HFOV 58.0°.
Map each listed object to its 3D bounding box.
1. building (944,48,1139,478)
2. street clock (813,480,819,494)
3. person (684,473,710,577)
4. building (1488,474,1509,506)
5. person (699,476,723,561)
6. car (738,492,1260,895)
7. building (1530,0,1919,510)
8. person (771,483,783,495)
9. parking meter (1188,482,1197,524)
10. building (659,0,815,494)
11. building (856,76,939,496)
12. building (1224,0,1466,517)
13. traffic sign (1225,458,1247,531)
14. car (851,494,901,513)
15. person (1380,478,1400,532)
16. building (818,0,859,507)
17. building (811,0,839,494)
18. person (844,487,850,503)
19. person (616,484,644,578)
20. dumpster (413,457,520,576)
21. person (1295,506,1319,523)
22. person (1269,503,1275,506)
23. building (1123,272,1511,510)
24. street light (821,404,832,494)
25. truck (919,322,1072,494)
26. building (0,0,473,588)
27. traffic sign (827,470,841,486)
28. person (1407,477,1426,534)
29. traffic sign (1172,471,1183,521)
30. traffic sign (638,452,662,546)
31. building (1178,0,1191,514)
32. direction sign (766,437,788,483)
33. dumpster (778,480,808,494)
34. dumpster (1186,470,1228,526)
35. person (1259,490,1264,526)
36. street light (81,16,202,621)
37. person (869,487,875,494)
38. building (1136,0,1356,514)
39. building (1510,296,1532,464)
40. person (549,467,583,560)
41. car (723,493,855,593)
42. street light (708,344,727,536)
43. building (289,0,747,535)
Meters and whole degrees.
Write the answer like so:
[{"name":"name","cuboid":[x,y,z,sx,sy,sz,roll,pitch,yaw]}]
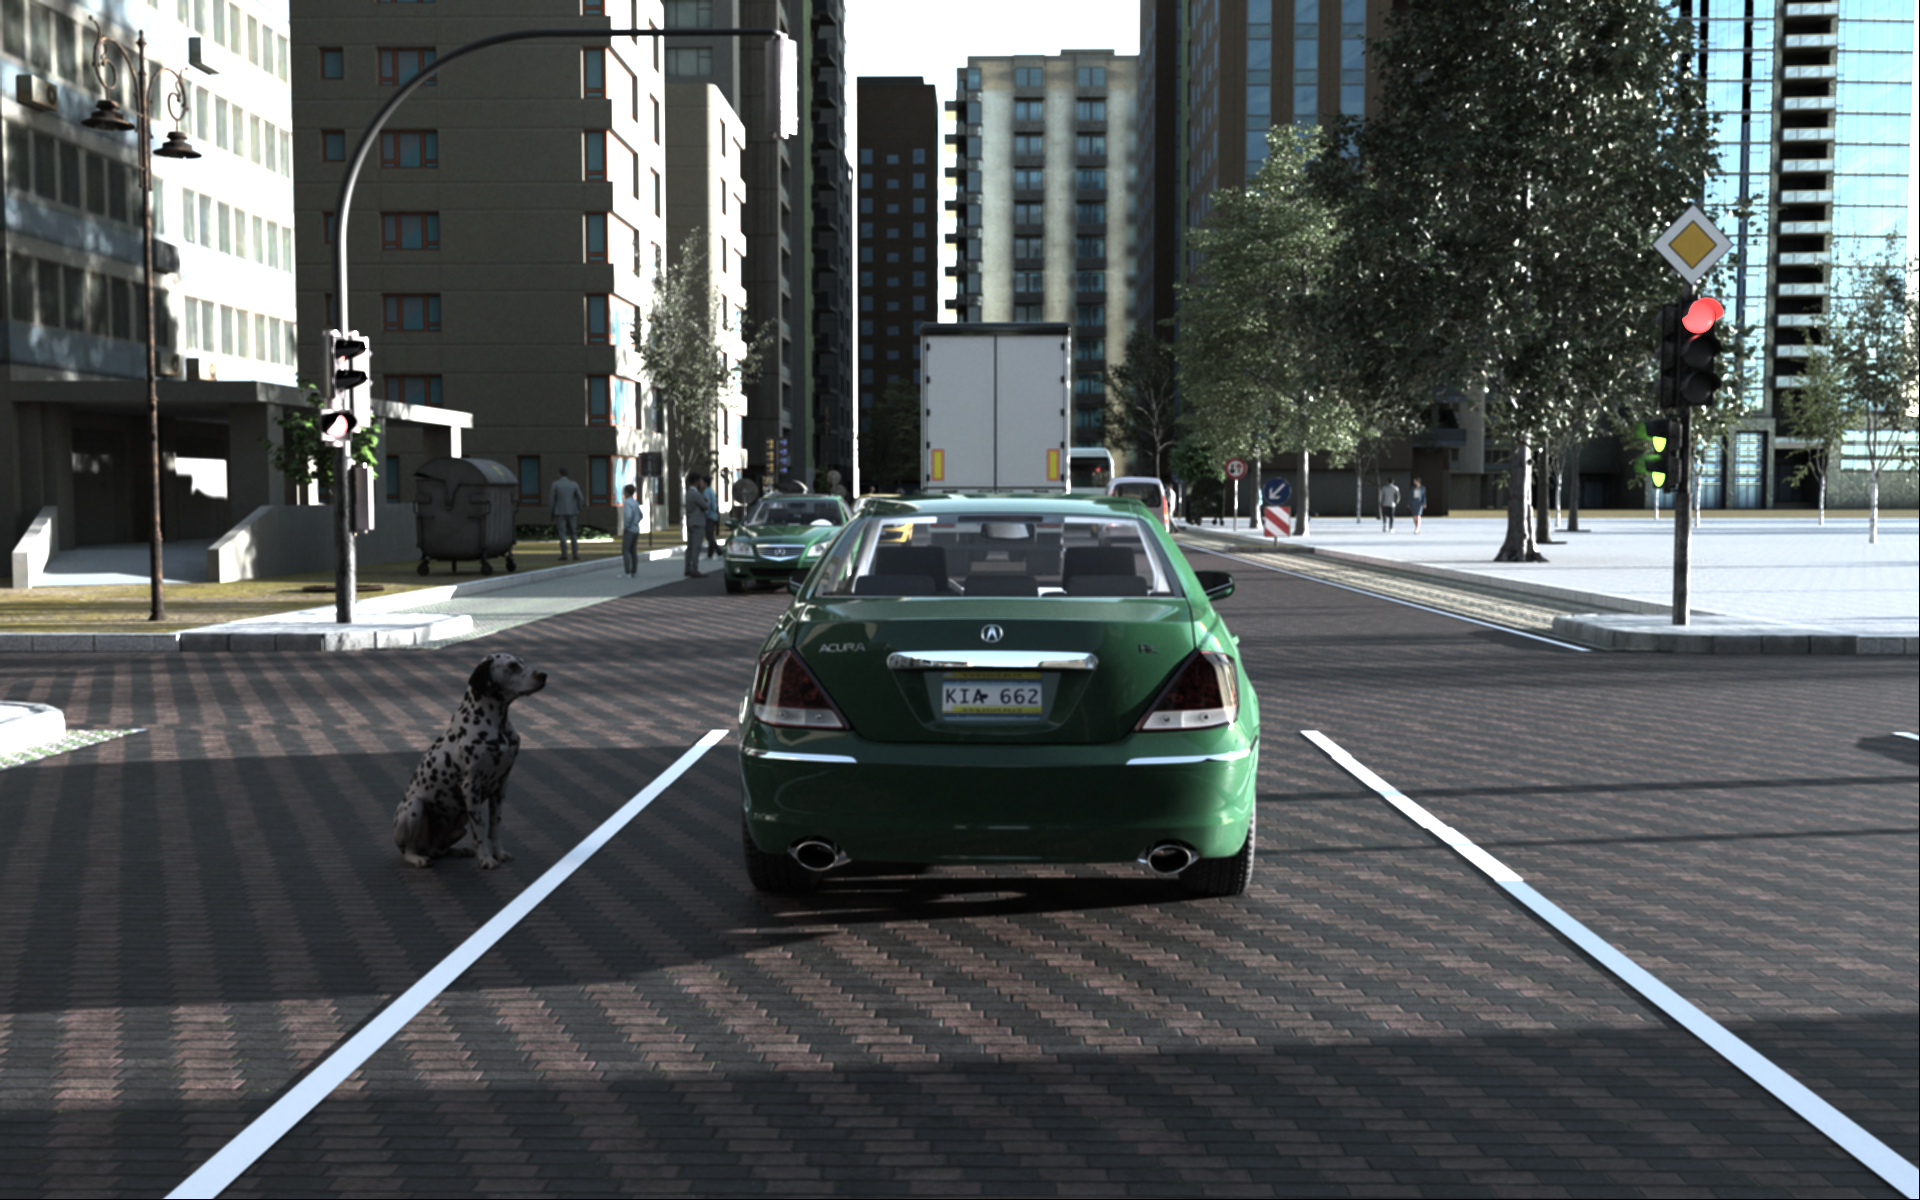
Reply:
[{"name":"building","cuboid":[13.608,-34.836,189.177,30.456,49.044,23.786,0,4,1]},{"name":"street clock","cuboid":[-7.451,-5.213,89.795,0.358,2.002,0.471,1,4,8]},{"name":"person","cuboid":[-4.521,-1.302,29.967,0.466,1.800,0.511,-3,5,-44]},{"name":"building","cuboid":[42.934,-39.520,188.151,28.212,58.520,21.231,0,4,1]},{"name":"person","cuboid":[-5.330,-1.755,37.212,0.620,1.820,0.660,0,4,2]},{"name":"car","cuboid":[0.207,0.253,7.658,2.131,1.459,4.920,0,4,3]},{"name":"building","cuboid":[67.323,-51.265,150.853,31.000,86.520,22.319,0,4,1]},{"name":"person","cuboid":[-5.776,-2.803,54.595,0.850,1.792,0.678,3,4,38]},{"name":"parking meter","cuboid":[9.980,-4.201,74.401,0.399,1.863,0.255,1,4,13]},{"name":"building","cuboid":[-16.150,-25.443,99.582,14.154,41.232,14.086,0,4,1]},{"name":"building","cuboid":[-9.503,-32.777,186.011,14.200,45.320,14.600,0,4,1]},{"name":"building","cuboid":[21.420,-27.709,103.148,14.600,45.320,14.200,0,4,1]},{"name":"traffic sign","cuboid":[9.611,-3.690,60.434,0.768,2.556,0.104,1,4,10]},{"name":"car","cuboid":[-2.140,-2.183,45.917,2.015,1.641,3.980,0,4,0]},{"name":"person","cuboid":[14.578,-3.235,58.780,0.661,1.843,0.795,1,4,16]},{"name":"building","cuboid":[-20.123,-43.765,153.807,20.611,71.187,20.563,0,4,1]},{"name":"building","cuboid":[-20.273,-28.540,121.247,22.147,44.769,28.867,0,4,1]},{"name":"person","cuboid":[-7.439,-6.347,110.348,0.750,1.759,0.617,-2,4,-29]},{"name":"person","cuboid":[-5.631,-1.179,29.587,0.330,1.601,0.589,2,4,24]},{"name":"dumpster","cuboid":[-7.927,-1.350,27.824,1.264,1.857,1.865,0,4,1]},{"name":"person","cuboid":[13.083,-3.306,65.602,1.012,1.151,0.738,0,4,-8]},{"name":"person","cuboid":[14.969,-4.704,82.812,0.638,1.841,0.748,-1,4,-17]},{"name":"building","cuboid":[31.001,-28.152,152.165,32.217,40.220,23.993,0,4,1]},{"name":"street light","cuboid":[-6.866,-7.112,89.067,0.468,5.910,1.993,0,4,1]},{"name":"truck","cuboid":[0.794,-2.751,33.899,2.839,4.237,11.283,0,4,2]},{"name":"building","cuboid":[-26.702,-20.744,31.052,32.217,40.220,23.993,0,4,1]},{"name":"traffic sign","cuboid":[-6.731,-5.635,92.234,0.768,2.556,0.104,0,4,6]},{"name":"person","cuboid":[14.747,-3.040,55.774,0.581,1.822,0.654,3,5,42]},{"name":"traffic sign","cuboid":[10.625,-5.116,83.749,0.768,2.556,0.104,0,4,2]},{"name":"traffic sign","cuboid":[-7.577,-2.461,42.375,0.606,2.300,0.079,0,4,3]},{"name":"building","cuboid":[21.772,-26.539,117.513,14.154,41.232,14.086,0,4,1]},{"name":"direction sign","cuboid":[-7.276,-4.695,68.759,0.876,3.537,0.379,-1,4,-19]},{"name":"dumpster","cuboid":[-7.136,-4.126,73.221,1.264,1.857,1.865,0,4,1]},{"name":"dumpster","cuboid":[10.104,-4.184,70.905,1.502,2.255,1.985,0,4,1]},{"name":"person","cuboid":[11.854,-3.830,68.681,0.620,1.820,0.660,1,4,12]},{"name":"street light","cuboid":[-8.144,-2.729,17.408,0.468,5.910,1.993,0,4,1]},{"name":"person","cuboid":[-3.779,-4.042,75.143,0.362,1.759,0.519,-1,4,-12]},{"name":"building","cuboid":[21.198,-29.541,133.113,14.600,45.320,14.200,0,4,1]},{"name":"building","cuboid":[64.009,-25.210,183.887,14.107,30.474,14.160,0,4,1]},{"name":"person","cuboid":[-7.659,-1.683,33.662,0.635,1.810,0.391,-2,4,-34]},{"name":"car","cuboid":[-2.457,-0.911,26.689,2.131,1.459,4.920,0,4,2]},{"name":"street light","cuboid":[-7.505,-4.936,53.494,0.468,5.910,1.993,0,4,1]},{"name":"building","cuboid":[-24.241,-13.634,67.953,27.650,21.520,28.899,0,4,1]}]
